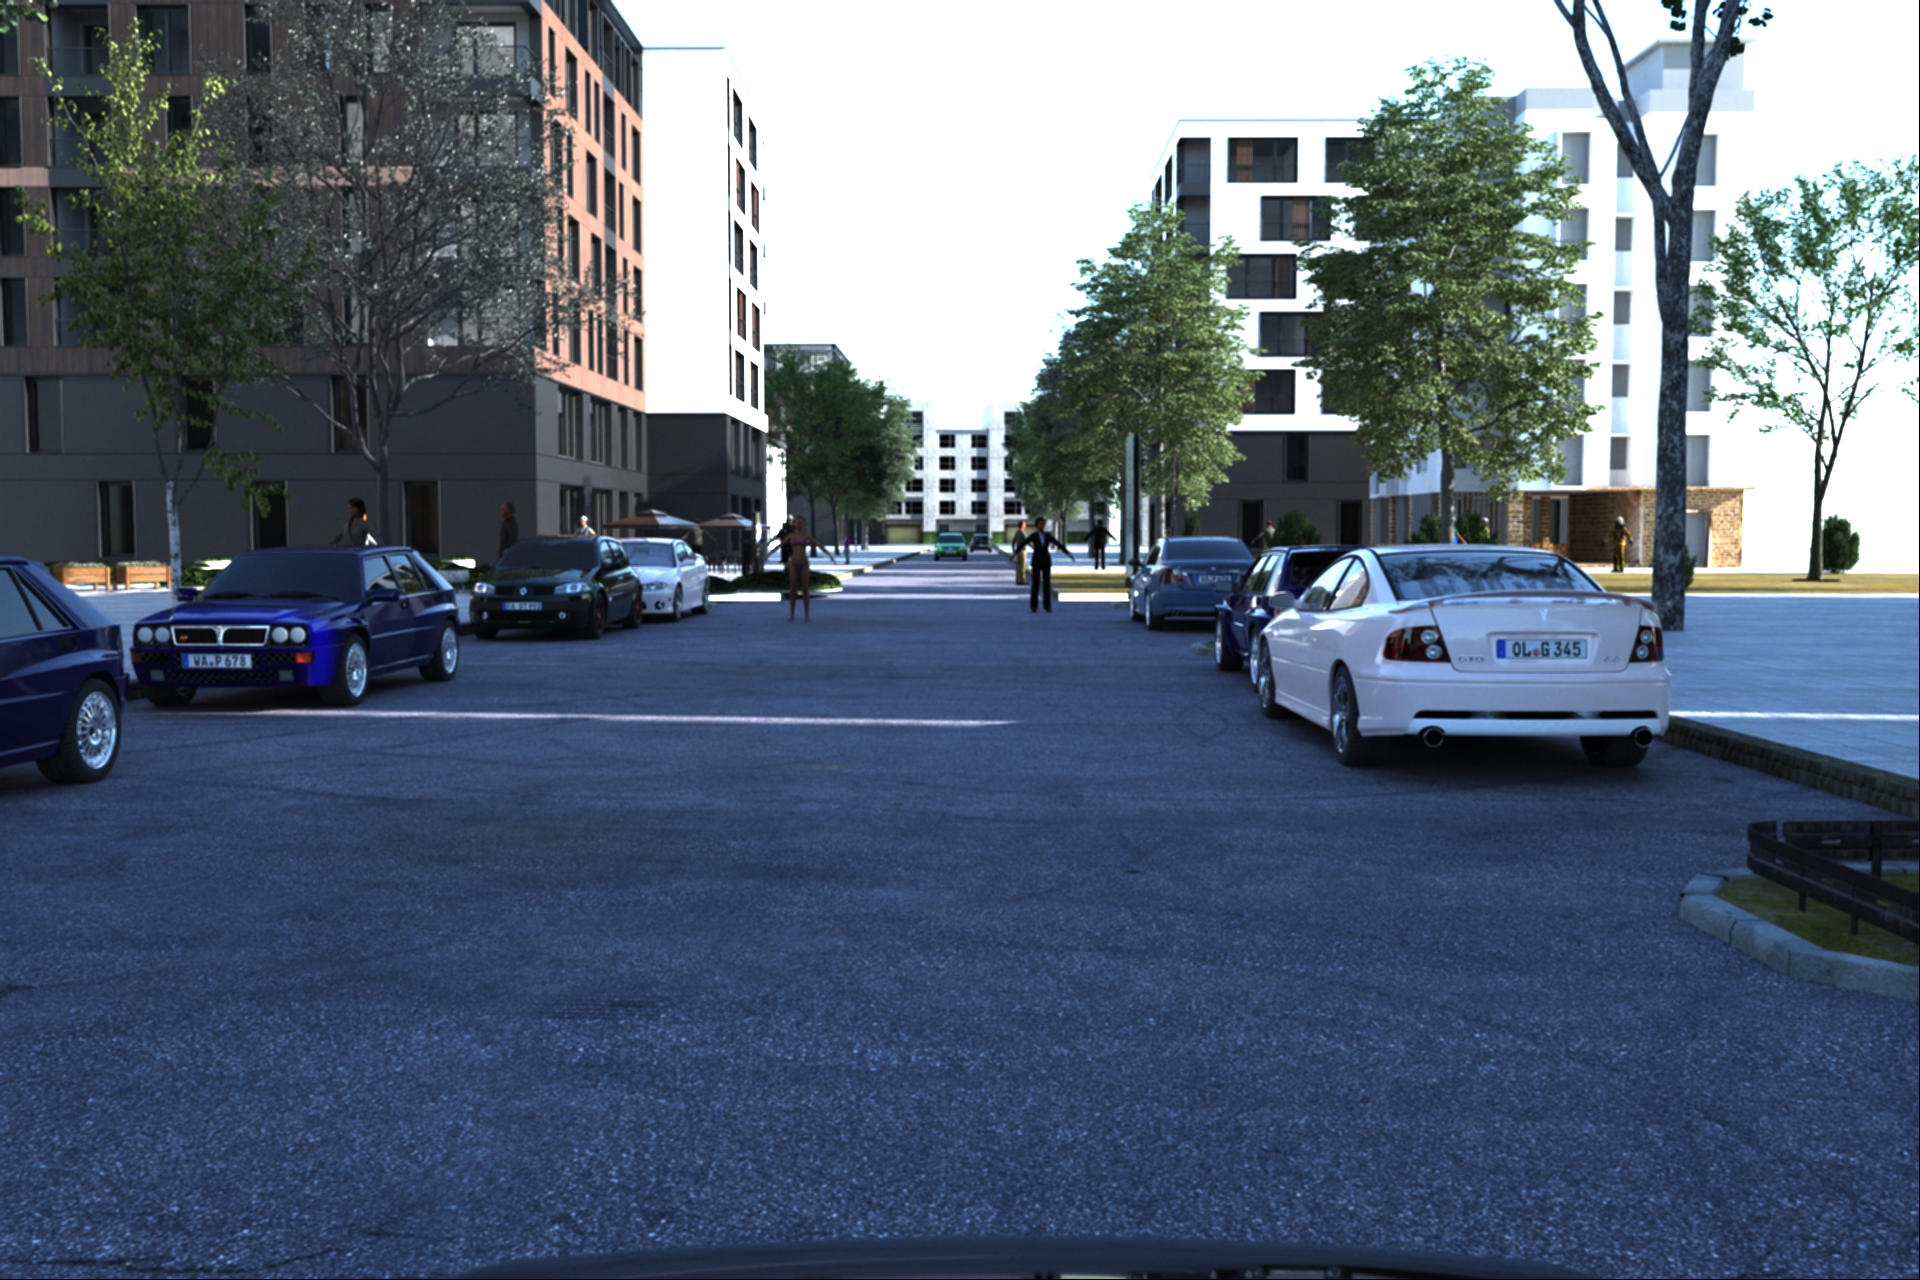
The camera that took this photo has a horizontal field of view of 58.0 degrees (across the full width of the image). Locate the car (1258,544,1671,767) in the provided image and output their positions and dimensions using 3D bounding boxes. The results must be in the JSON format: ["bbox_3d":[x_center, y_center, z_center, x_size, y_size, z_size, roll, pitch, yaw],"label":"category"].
[{"bbox_3d":[3.283,0.019,12.054,2.083,1.381,4.827,0,4,0],"label":"car"}]

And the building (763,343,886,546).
[{"bbox_3d":[-23.552,-21.899,202.017,27.936,21.610,32.646,0,4,1],"label":"building"}]

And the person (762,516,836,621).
[{"bbox_3d":[-2.651,-1.180,28.555,1.217,1.733,0.721,0,4,-3],"label":"person"}]

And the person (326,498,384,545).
[{"bbox_3d":[-7.731,-0.933,22.012,1.215,1.744,0.721,2,4,27],"label":"person"}]

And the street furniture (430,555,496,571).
[{"bbox_3d":[-13.041,-1.967,47.792,5.734,0.657,10.072,0,4,3],"label":"street furniture"}]

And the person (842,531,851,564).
[{"bbox_3d":[-4.862,-3.937,73.635,0.599,1.433,0.991,1,4,14],"label":"person"}]

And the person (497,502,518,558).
[{"bbox_3d":[-7.432,-1.362,28.444,0.705,1.807,1.348,-1,4,-19],"label":"person"}]

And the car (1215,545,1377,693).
[{"bbox_3d":[3.538,-0.269,16.978,1.945,1.354,3.894,0,4,1],"label":"car"}]

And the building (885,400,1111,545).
[{"bbox_3d":[3.506,-22.398,235.117,31.486,18.905,16.747,0,4,-4],"label":"building"}]

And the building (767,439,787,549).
[{"bbox_3d":[-20.639,-13.407,161.344,9.099,9.664,28.070,0,4,1],"label":"building"}]

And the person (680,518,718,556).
[{"bbox_3d":[-8.939,-3.233,58.991,1.348,1.813,0.705,-1,4,-13],"label":"person"}]

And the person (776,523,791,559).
[{"bbox_3d":[-7.435,-4.242,75.501,1.345,1.843,0.704,1,4,18],"label":"person"}]

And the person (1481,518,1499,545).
[{"bbox_3d":[17.674,-3.205,58.364,1.349,1.833,0.705,-3,4,-38],"label":"person"}]

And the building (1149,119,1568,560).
[{"bbox_3d":[24.857,-15.773,101.864,27.936,21.610,32.646,0,4,0],"label":"building"}]

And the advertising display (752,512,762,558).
[{"bbox_3d":[-5.873,-2.745,50.088,0.123,1.923,0.974,0,4,3],"label":"advertising display"}]

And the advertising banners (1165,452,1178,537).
[{"bbox_3d":[4.655,-2.567,38.163,0.090,3.025,2.074,0,4,1],"label":"advertising banners"}]

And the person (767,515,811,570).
[{"bbox_3d":[-5.107,-2.825,51.972,1.354,1.856,0.705,0,4,6],"label":"person"}]

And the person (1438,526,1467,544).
[{"bbox_3d":[12.157,-2.248,42.888,0.704,1.817,1.347,-1,4,-15],"label":"person"}]

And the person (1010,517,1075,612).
[{"bbox_3d":[1.502,-1.379,31.728,1.216,1.740,0.721,-1,4,-9],"label":"person"}]

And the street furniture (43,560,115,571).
[{"bbox_3d":[-28.226,-2.044,49.042,5.734,0.657,10.072,3,4,37],"label":"street furniture"}]

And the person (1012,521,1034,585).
[{"bbox_3d":[1.746,-2.437,48.573,0.705,1.796,1.348,-2,4,-26],"label":"person"}]

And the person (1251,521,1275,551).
[{"bbox_3d":[11.890,-3.697,66.715,1.348,1.796,0.705,-1,4,-12],"label":"person"}]

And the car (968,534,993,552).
[{"bbox_3d":[1.633,-7.752,136.525,2.009,1.686,4.222,0,4,0],"label":"car"}]

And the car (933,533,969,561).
[{"bbox_3d":[-0.491,-5.213,94.021,1.959,1.807,4.718,0,4,0],"label":"car"}]

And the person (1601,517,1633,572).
[{"bbox_3d":[22.023,-3.191,57.948,0.705,1.858,1.354,-2,4,-24],"label":"person"}]

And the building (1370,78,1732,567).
[{"bbox_3d":[24.064,-13.578,78.426,16.016,20.090,11.380,0,4,1],"label":"building"}]

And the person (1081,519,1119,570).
[{"bbox_3d":[5.027,-3.427,62.213,1.347,1.806,0.705,0,4,1],"label":"person"}]

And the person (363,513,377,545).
[{"bbox_3d":[-14.298,-2.159,41.482,0.705,1.806,1.347,0,4,6],"label":"person"}]

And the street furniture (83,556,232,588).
[{"bbox_3d":[-19.228,-1.858,45.997,5.734,0.657,10.072,0,4,0],"label":"street furniture"}]

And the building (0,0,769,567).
[{"bbox_3d":[-23.823,-13.890,71.083,27.936,21.610,32.646,0,4,1],"label":"building"}]

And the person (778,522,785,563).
[{"bbox_3d":[-7.851,-4.354,77.129,1.347,1.837,0.705,3,4,37],"label":"person"}]

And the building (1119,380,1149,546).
[{"bbox_3d":[28.369,-20.605,203.357,16.747,18.905,31.486,0,4,1],"label":"building"}]

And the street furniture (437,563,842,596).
[{"bbox_3d":[-7.880,-1.416,38.775,10.072,0.657,5.734,1,4,9],"label":"street furniture"}]

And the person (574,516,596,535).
[{"bbox_3d":[-11.884,-2.985,54.668,1.347,1.847,0.705,1,4,21],"label":"person"}]
